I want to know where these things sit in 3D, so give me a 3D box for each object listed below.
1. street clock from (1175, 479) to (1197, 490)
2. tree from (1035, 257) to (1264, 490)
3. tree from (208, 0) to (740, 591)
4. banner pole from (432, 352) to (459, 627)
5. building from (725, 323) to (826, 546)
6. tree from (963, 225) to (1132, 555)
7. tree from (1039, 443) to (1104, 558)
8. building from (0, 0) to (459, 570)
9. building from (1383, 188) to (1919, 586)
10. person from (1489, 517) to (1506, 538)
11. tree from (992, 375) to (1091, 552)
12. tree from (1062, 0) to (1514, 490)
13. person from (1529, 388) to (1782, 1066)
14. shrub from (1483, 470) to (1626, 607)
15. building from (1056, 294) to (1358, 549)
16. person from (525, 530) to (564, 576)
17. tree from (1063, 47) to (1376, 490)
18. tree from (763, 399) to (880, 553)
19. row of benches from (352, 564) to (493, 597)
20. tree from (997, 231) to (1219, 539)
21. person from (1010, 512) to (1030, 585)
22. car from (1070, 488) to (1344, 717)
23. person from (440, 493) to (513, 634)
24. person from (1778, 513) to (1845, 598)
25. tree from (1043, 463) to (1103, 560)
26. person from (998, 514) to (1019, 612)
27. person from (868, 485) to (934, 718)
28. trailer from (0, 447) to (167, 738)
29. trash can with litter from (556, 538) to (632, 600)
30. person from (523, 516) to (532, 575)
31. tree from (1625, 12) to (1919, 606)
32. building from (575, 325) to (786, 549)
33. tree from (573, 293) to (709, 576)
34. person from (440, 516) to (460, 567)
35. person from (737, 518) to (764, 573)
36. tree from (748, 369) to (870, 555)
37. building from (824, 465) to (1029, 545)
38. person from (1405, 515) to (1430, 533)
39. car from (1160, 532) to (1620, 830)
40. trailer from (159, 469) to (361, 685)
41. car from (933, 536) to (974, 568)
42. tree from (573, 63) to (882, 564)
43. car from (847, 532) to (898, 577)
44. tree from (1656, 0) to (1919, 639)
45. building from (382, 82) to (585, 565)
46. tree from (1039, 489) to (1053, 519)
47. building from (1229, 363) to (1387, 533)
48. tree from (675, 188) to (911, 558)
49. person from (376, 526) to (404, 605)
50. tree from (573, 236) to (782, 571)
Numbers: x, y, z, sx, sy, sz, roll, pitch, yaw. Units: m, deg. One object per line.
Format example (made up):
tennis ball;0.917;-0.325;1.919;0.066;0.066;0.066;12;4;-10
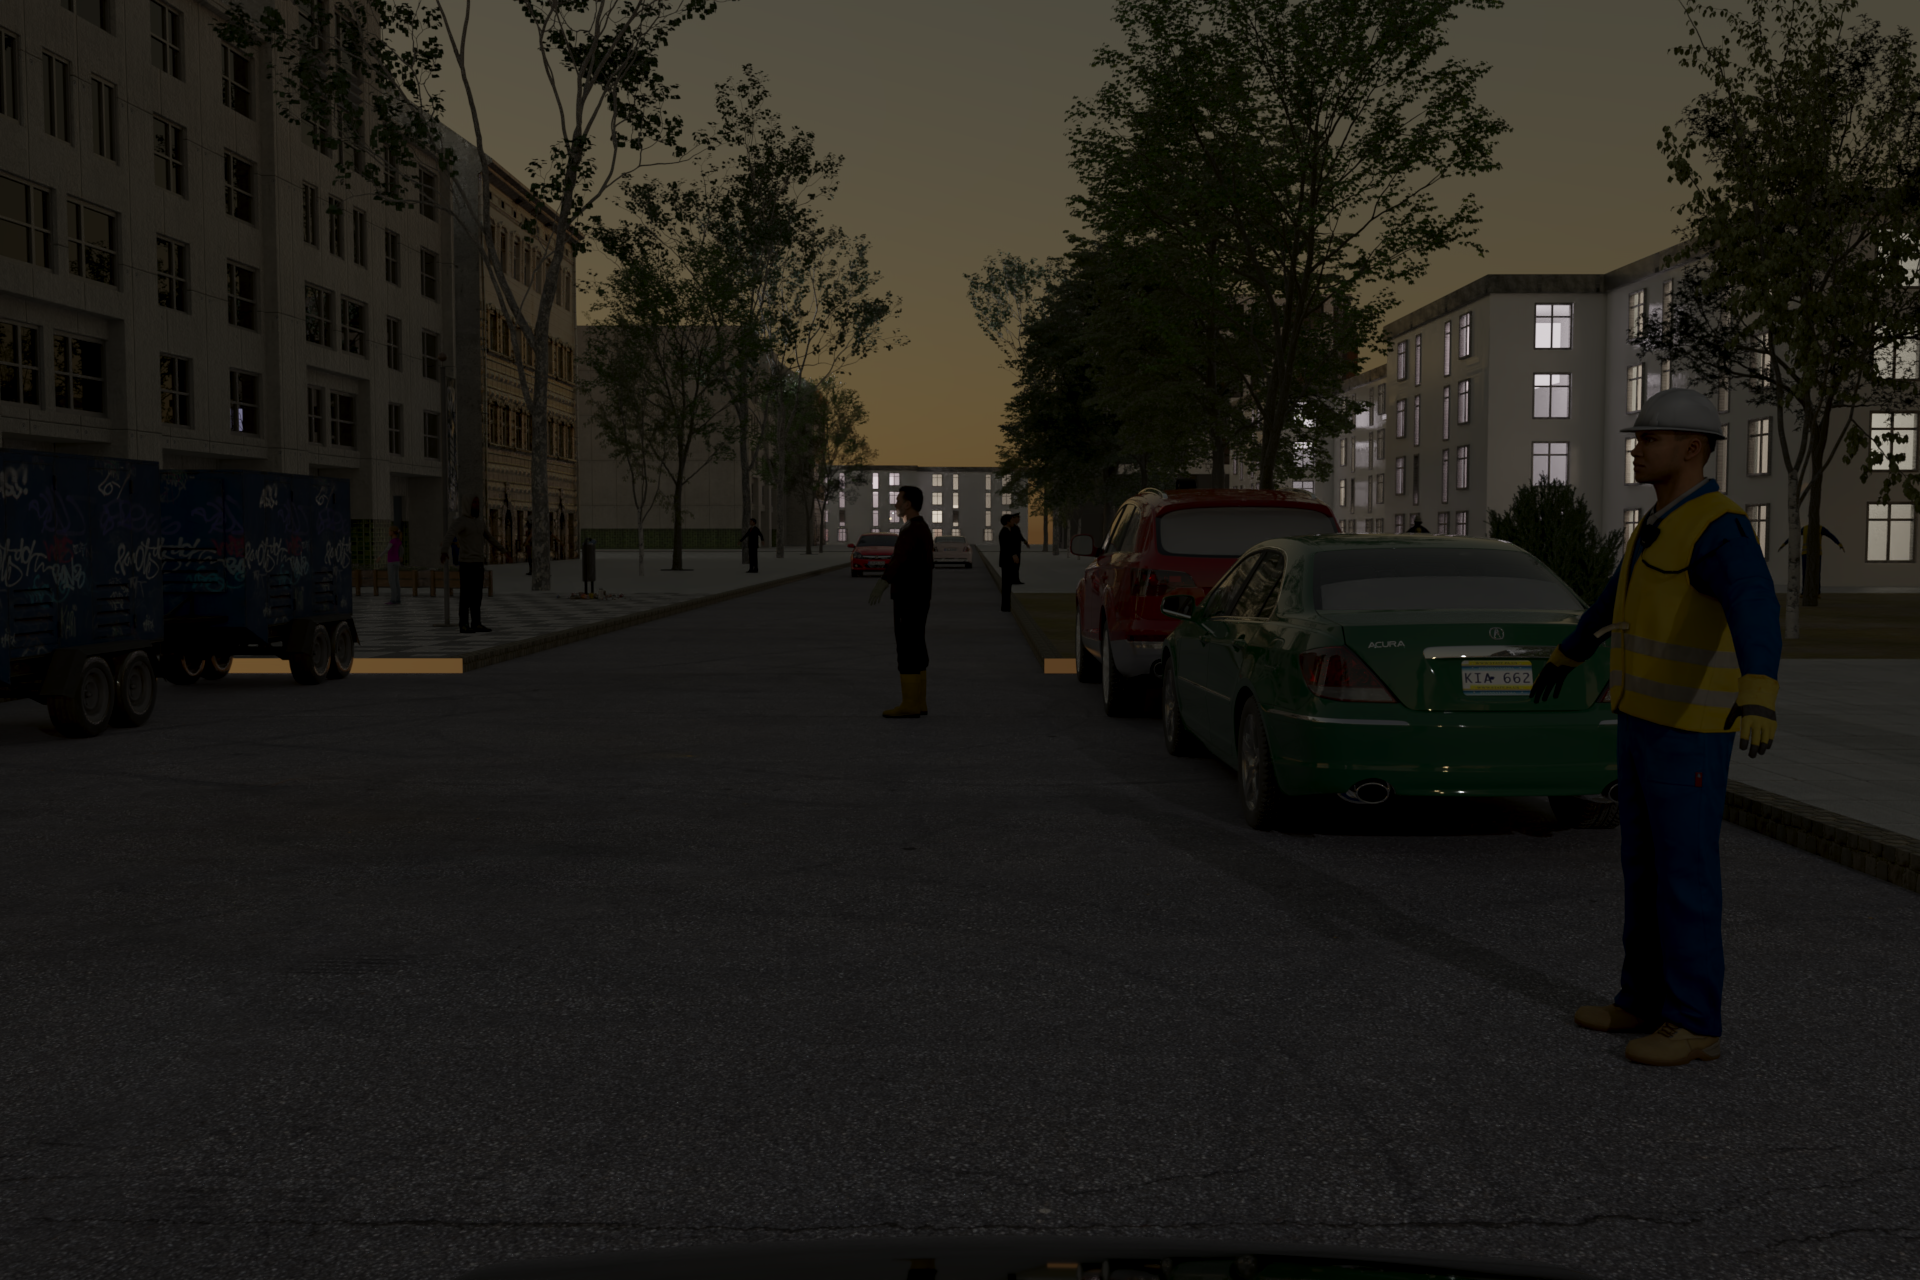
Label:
street clock;2.946;-1.105;22.639;0.358;2.002;0.471;0;4;-1
tree;5.978;-7.318;54.054;7.601;10.594;8.767;-1;4;-10
tree;-10.493;-11.258;39.959;12.611;20.169;13.585;0;3;0
banner pole;-7.128;-2.090;24.191;0.401;3.779;0.863;0;4;0
building;-24.618;-21.912;189.188;19.493;23.208;18.063;0;4;-1
tree;6.854;-15.077;102.400;12.611;20.169;13.585;0;3;0
tree;6.006;-8.681;92.299;4.737;8.622;4.395;0;3;0
building;-27.555;-11.170;49.094;16.747;18.905;31.486;0;4;1
building;21.556;-6.975;56.187;9.099;9.664;28.070;0;4;0
person;14.308;-2.355;45.302;1.217;1.733;0.721;2;4;32
tree;6.076;-12.564;123.552;7.486;12.596;7.792;0;3;0
tree;5.316;-6.315;29.009;9.928;11.665;9.643;0;3;0
person;1.949;0.221;4.817;0.705;1.833;1.349;0;4;-3
shrub;6.880;-0.969;20.256;1.690;2.028;1.600;0;3;0
building;22.850;-19.569;163.924;27.936;21.610;32.646;0;4;0
person;-12.593;-2.824;52.317;0.704;1.843;1.345;3;5;43
tree;5.804;-7.533;41.292;7.486;12.596;7.792;0;3;0
tree;-9.511;-11.178;117.181;8.767;10.594;7.601;0;4;3
row of benches;-11.395;-1.239;35.722;4.104;0.672;1.422;1;4;21
tree;6.048;-10.052;71.005;9.857;13.997;8.962;0;3;0
person;1.434;-2.330;44.029;0.705;1.837;1.347;2;4;24
car;2.142;-0.395;15.130;2.281;1.827;5.304;0;3;0
person;-6.320;-1.000;22.484;0.705;1.813;1.348;2;4;24
person;16.988;-1.719;34.562;1.216;1.772;0.721;3;4;36
tree;5.824;-8.219;84.743;4.360;8.622;3.978;0;3;0
person;0.903;-1.432;32.064;0.705;1.806;1.347;0;4;-5
person;-0.416;-0.305;13.588;0.704;1.812;1.346;1;4;14
trailer;-6.793;-0.288;11.758;1.471;1.999;3.904;0;4;1
trash can with litter;-7.237;-1.447;34.723;1.678;1.210;2.233;0;4;2
person;-13.388;-2.949;53.978;0.705;1.858;1.354;-2;4;-23
tree;15.480;-5.882;30.577;7.601;10.594;8.767;-1;4;-13
building;-26.314;-18.120;162.722;16.747;18.905;31.486;0;3;0
tree;-9.841;-6.294;53.267;4.360;8.622;3.978;0;3;0
person;-15.758;-2.952;54.127;1.347;1.847;0.705;3;4;38
person;-6.852;-3.118;57.172;1.347;1.806;0.705;3;5;44
tree;-9.417;-11.164;108.290;9.928;11.665;9.643;0;3;0
building;-5.531;-16.374;212.311;28.070;9.664;9.099;0;4;-5
person;14.173;-2.929;53.672;1.354;1.856;0.705;0;4;7
car;2.281;0.121;9.823;2.131;1.459;4.920;0;4;-1
trailer;-6.792;-0.550;16.043;1.471;1.999;3.904;0;4;0
car;-0.422;-3.744;73.575;2.083;1.381;4.827;0;4;-1
tree;-9.730;-13.249;72.505;12.611;20.169;13.585;0;3;0
car;-2.726;-3.049;58.899;2.155;1.783;4.494;0;4;0
tree;10.235;-4.308;20.805;4.737;8.622;4.395;0;3;0
building;-28.644;-15.165;78.879;19.493;23.208;18.063;0;4;-1
tree;12.217;-16.063;212.997;4.360;8.622;3.978;0;3;0
building;21.759;-9.522;97.828;9.099;9.664;28.070;0;3;0
tree;-9.056;-14.517;93.237;12.611;20.169;13.585;0;3;0
person;-10.369;-1.362;31.541;0.599;1.433;0.991;0;4;7
tree;-9.778;-8.233;60.369;9.928;11.665;9.643;0;3;0
